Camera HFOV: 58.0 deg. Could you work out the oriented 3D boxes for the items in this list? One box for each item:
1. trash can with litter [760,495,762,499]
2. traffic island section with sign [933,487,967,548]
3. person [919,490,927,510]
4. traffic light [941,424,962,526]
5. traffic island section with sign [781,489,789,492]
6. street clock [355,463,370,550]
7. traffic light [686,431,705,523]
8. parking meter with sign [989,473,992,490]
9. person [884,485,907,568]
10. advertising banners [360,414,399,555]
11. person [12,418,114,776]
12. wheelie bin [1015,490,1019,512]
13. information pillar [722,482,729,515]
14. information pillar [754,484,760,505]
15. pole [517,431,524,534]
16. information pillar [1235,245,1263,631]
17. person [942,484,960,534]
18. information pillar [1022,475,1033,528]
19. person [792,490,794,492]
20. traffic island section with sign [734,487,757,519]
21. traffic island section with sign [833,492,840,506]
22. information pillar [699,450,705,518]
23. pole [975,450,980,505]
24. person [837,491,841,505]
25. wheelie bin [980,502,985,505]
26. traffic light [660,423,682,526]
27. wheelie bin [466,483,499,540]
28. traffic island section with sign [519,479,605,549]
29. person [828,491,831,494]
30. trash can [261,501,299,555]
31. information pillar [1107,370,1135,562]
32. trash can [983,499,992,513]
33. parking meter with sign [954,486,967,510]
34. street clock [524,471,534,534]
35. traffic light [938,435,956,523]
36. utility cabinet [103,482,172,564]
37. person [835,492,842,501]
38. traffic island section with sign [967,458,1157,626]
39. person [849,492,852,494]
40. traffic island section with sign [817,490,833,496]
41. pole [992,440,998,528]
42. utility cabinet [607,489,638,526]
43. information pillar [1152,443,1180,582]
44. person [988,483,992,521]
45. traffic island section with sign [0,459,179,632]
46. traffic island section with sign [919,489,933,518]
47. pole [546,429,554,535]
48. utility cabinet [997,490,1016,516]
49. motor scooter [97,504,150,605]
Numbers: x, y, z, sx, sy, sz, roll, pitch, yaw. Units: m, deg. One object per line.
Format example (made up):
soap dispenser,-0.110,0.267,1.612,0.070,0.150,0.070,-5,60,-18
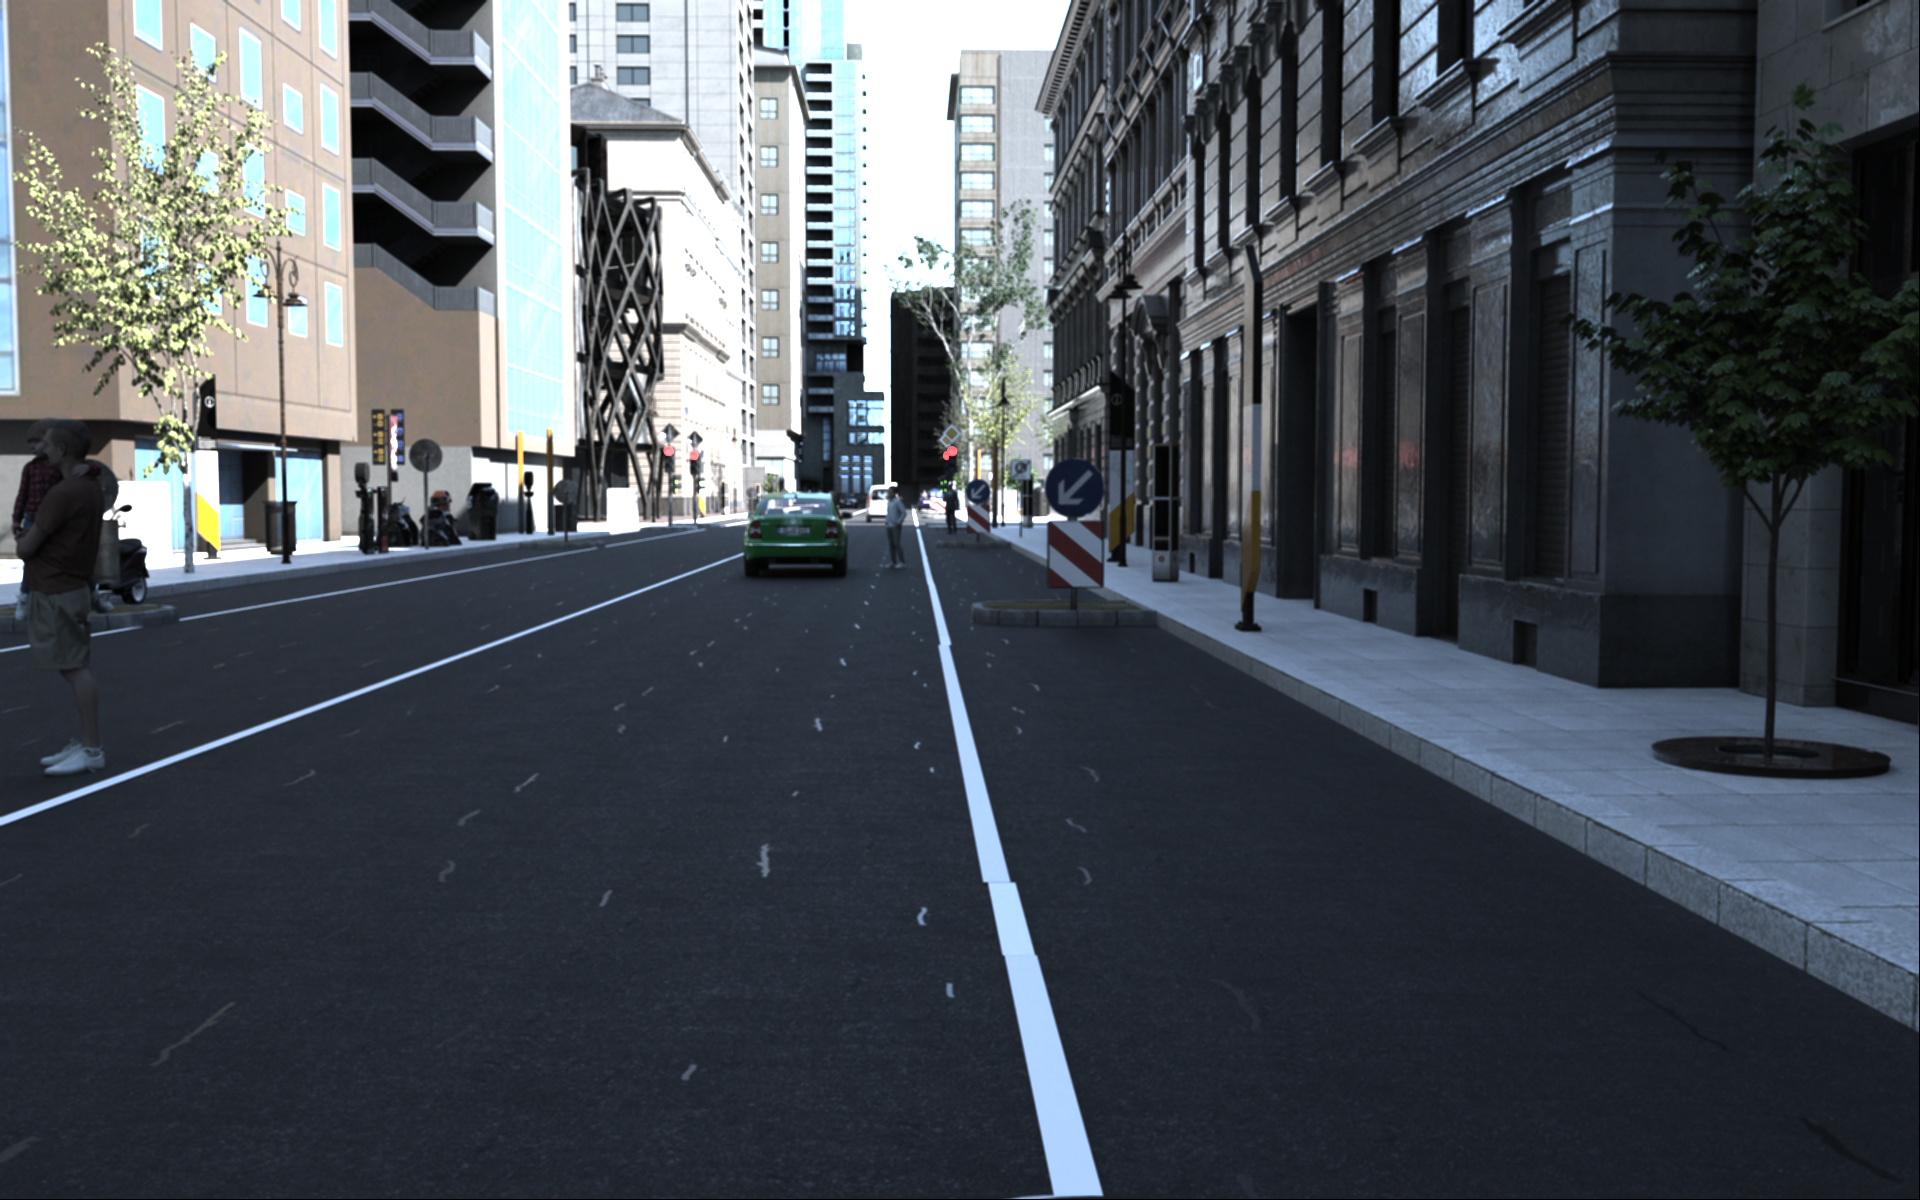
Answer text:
trash can with litter,-16.757,-8.367,148.180,0.624,1.170,1.055,-3,5,-41
traffic island section with sign,0.356,-2.330,46.724,1.989,1.847,2.006,0,4,-2
person,-3.260,-8.787,152.521,0.716,1.782,0.532,0,4,3
traffic light,-0.344,-4.903,69.089,0.839,4.253,0.868,0,4,-2
traffic island section with sign,-12.958,-7.349,128.785,1.989,1.847,2.006,0,4,-2
street clock,-13.739,-2.158,39.848,0.358,2.002,0.471,0,4,-6
traffic light,-11.732,-5.371,76.732,0.839,4.253,0.868,0,4,-2
parking meter with sign,2.501,-9.070,144.551,0.543,3.016,1.738,-1,4,-10
person,-1.286,-1.425,33.609,0.330,1.601,0.589,-2,4,-31
advertising banners,-12.500,-2.523,37.437,0.090,3.025,2.074,0,4,4
person,-4.674,-0.035,9.042,0.580,1.828,0.573,2,4,25
wheelie bin,3.923,-7.204,125.695,0.693,1.594,0.980,-1,4,-17
information pillar,-14.283,-6.168,105.336,0.304,2.012,0.304,2,4,34
information pillar,-15.296,-7.712,130.577,0.304,2.012,0.304,-2,4,-27
pole,-14.221,-3.805,56.056,0.158,3.312,0.155,0,3,0
information pillar,2.717,-1.516,16.140,0.183,3.616,0.504,0,4,-2
person,-0.358,-3.299,62.611,0.661,1.801,0.590,1,4,15
information pillar,2.582,-3.768,66.093,0.304,2.012,0.304,-3,5,-42
person,-17.450,-10.597,180.025,0.721,1.735,1.217,-1,4,-9
traffic island section with sign,-12.158,-5.678,101.468,1.989,1.847,2.006,0,4,-2
traffic island section with sign,-15.189,-12.043,205.535,1.989,1.847,2.006,0,4,-2
information pillar,-13.669,-6.129,91.572,0.183,3.616,0.504,1,4,18
pole,0.830,-5.279,80.148,0.158,3.312,0.155,0,3,0
person,-14.915,-12.530,213.807,0.568,1.767,0.683,1,4,21
wheelie bin,1.586,-7.417,129.171,0.980,1.594,0.693,3,5,44
traffic light,-11.500,-4.883,68.750,0.839,4.253,0.868,0,4,-2
wheelie bin,-13.234,-2.462,48.154,0.693,1.594,0.980,2,4,34
traffic island section with sign,-10.559,-2.299,46.216,1.989,1.847,2.006,0,4,-2
person,-15.395,-11.848,202.086,0.599,1.838,0.709,1,4,15
trash can,-14.324,-1.522,36.530,0.748,1.137,0.748,0,3,0
information pillar,3.043,-2.526,32.663,0.504,3.616,0.183,1,4,18
trash can,1.786,-6.261,114.013,0.748,1.137,0.748,0,3,0
parking meter with sign,-0.094,-8.483,134.957,1.738,3.016,0.543,-3,5,-44
street clock,-13.785,-3.109,55.400,0.358,2.002,0.471,0,4,-4
traffic light,-0.576,-5.391,77.070,0.839,4.253,0.868,0,4,-2
utility cabinet,-14.915,-1.382,31.278,1.173,1.500,0.318,-3,5,-42
person,-15.317,-12.813,218.541,0.990,1.755,0.434,-1,4,-11
traffic island section with sign,1.132,-0.682,19.780,1.989,1.847,2.006,0,4,-2
person,-14.377,-13.391,227.883,0.683,1.767,0.568,2,4,29
traffic island section with sign,-14.402,-10.395,178.591,1.989,1.847,2.006,0,4,-2
pole,1.319,-4.395,65.699,0.158,3.312,0.155,0,3,0
utility cabinet,-13.524,-3.713,69.385,1.173,1.500,0.318,0,4,1
information pillar,3.013,-1.274,25.324,0.304,2.012,0.304,2,4,31
person,1.470,-4.689,82.905,0.583,1.804,0.606,2,4,24
traffic island section with sign,-9.765,-0.632,18.956,1.989,1.847,2.006,0,4,-2
traffic island section with sign,-1.272,-5.748,102.612,1.989,1.847,2.006,0,4,-2
pole,-12.780,-3.681,54.021,0.158,3.312,0.155,0,3,0
utility cabinet,2.619,-5.551,99.436,1.173,1.500,0.318,1,4,21
motor scooter,-10.598,-0.535,21.527,0.815,1.314,1.986,0,3,0
